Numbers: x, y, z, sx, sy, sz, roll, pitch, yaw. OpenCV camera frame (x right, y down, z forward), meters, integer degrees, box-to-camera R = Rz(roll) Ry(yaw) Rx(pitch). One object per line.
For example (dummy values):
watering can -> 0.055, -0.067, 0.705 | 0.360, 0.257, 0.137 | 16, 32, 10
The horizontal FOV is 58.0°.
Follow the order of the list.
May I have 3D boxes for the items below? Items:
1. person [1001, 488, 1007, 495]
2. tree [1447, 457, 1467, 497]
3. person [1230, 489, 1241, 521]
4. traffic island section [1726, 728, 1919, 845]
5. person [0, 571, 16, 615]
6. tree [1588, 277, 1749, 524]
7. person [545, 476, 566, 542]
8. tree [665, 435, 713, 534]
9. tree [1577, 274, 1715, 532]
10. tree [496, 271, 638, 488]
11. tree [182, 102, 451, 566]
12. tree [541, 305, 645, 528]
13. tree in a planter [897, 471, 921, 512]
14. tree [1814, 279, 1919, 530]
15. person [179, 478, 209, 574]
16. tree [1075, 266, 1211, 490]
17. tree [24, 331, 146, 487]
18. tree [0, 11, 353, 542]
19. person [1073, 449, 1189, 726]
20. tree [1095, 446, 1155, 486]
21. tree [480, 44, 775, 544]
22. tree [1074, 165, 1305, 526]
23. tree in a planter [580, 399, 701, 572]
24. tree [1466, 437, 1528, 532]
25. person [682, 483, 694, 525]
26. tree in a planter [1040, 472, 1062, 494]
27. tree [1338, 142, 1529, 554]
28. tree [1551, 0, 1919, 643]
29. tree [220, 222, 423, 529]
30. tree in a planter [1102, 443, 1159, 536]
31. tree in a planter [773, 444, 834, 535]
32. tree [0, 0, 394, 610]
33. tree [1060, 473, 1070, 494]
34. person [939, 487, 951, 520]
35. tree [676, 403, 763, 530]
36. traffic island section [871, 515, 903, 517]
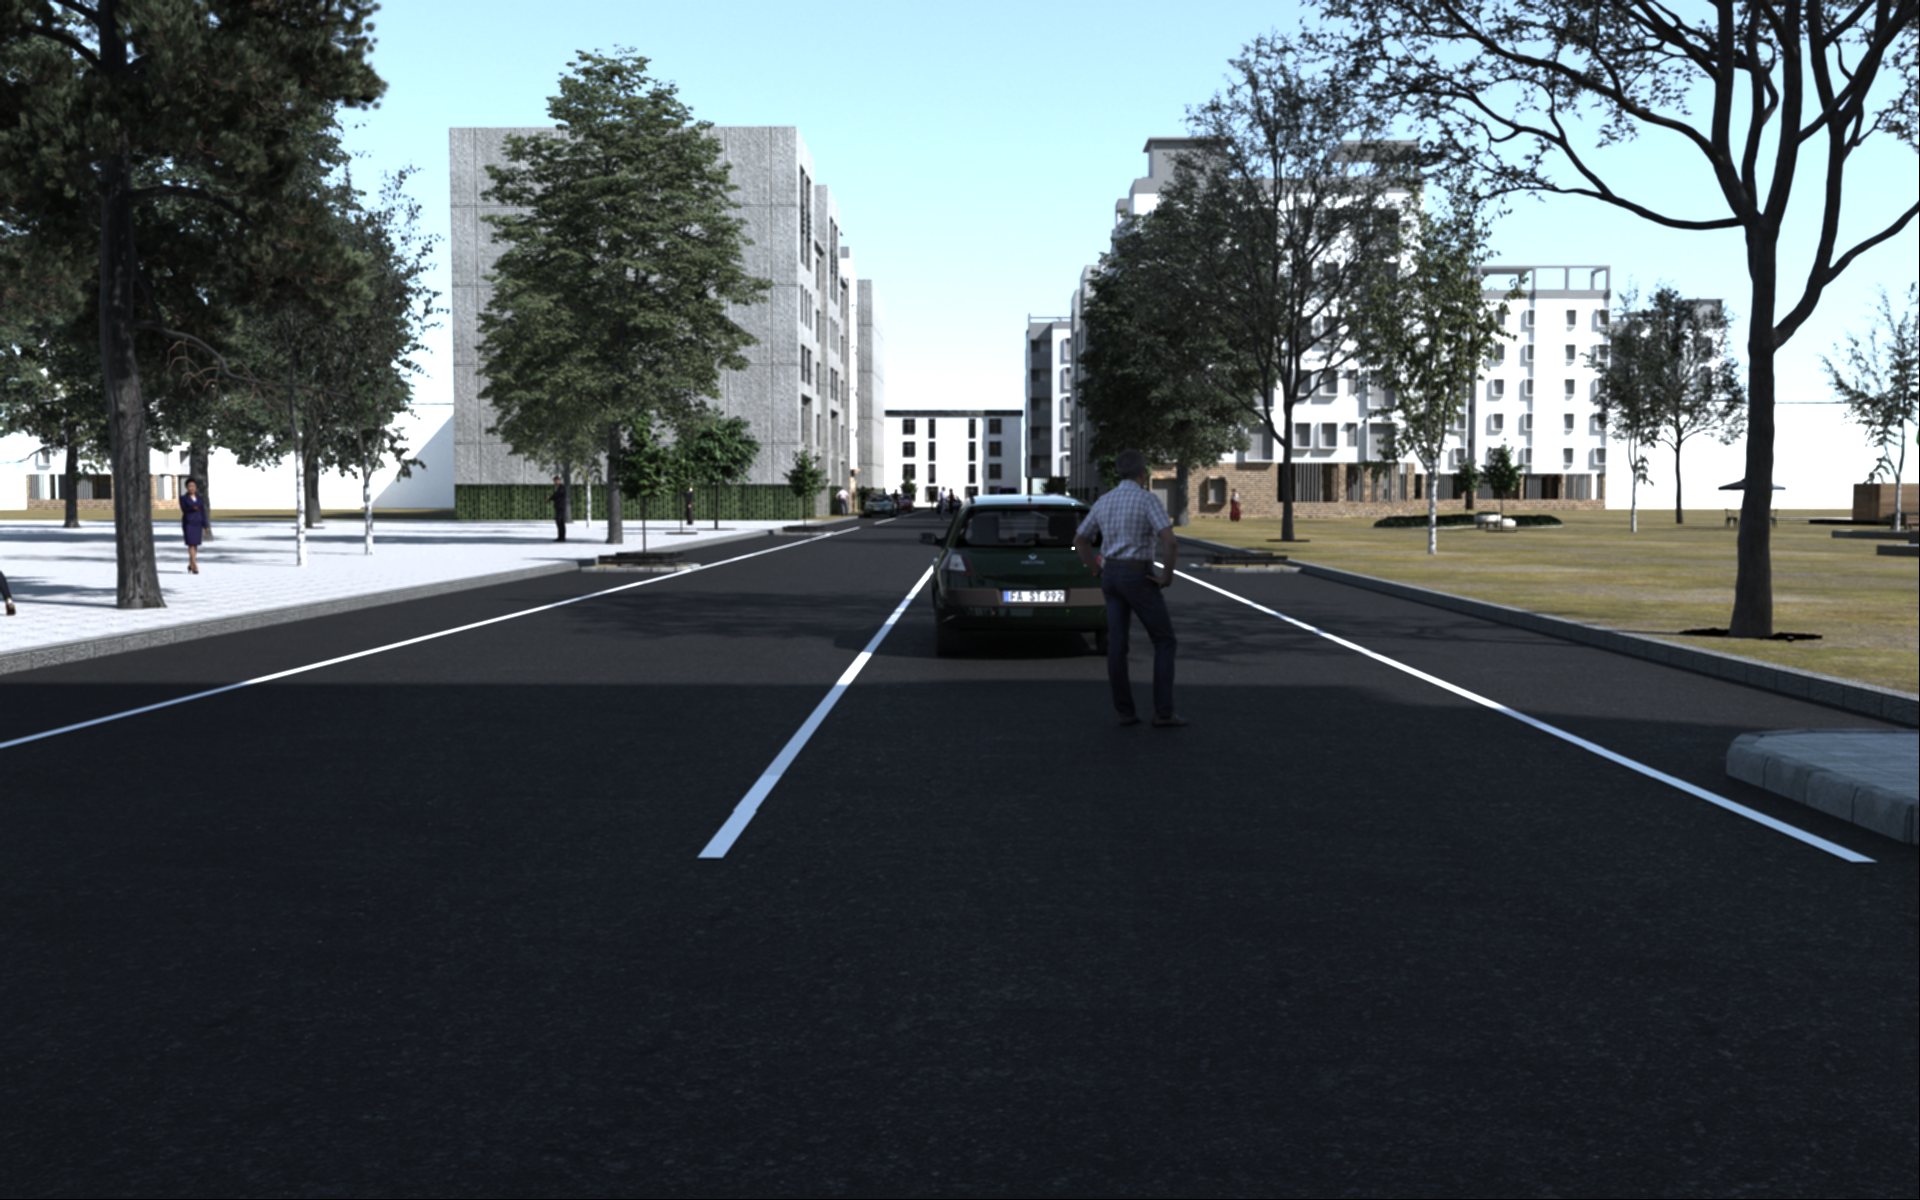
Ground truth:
person -> 2.998, -6.699, 118.048 | 1.348, 1.822, 0.705 | -3, 5, -40
tree -> 23.736, -5.285, 81.019 | 1.663, 3.219, 1.824 | 0, 3, 0
person -> 12.902, -4.445, 81.192 | 0.523, 1.526, 0.387 | -2, 4, -23
traffic island section -> 4.904, 0.874, 7.983 | 2.009, 0.180, 2.903 | 0, 4, 1
person -> -10.278, -0.592, 18.270 | 0.613, 1.512, 0.480 | -1, 4, -9
tree -> 30.885, -8.591, 74.881 | 7.601, 10.594, 8.767 | 1, 4, 13
person -> -10.923, -2.466, 46.818 | 0.568, 1.767, 0.683 | -1, 4, -16
tree -> -8.946, -3.708, 55.224 | 1.663, 3.219, 1.824 | 0, 3, 0
tree -> 23.188, -6.627, 58.717 | 4.360, 8.622, 3.978 | 0, 3, 0
tree -> -12.735, -6.456, 55.911 | 4.737, 8.622, 4.395 | 0, 3, 0
tree -> -11.548, -4.919, 30.788 | 4.360, 8.622, 3.978 | 0, 3, 0
tree -> -13.881, -7.052, 65.667 | 4.360, 8.622, 3.978 | 0, 3, 0
tree in a planter -> -4.134, -8.538, 136.822 | 1.991, 3.239, 1.994 | 0, 4, 1
tree -> 31.335, -6.592, 58.141 | 4.360, 8.622, 3.978 | 0, 3, 0
person -> -12.290, -1.192, 27.901 | 0.546, 1.535, 0.453 | 1, 4, 21
tree -> 8.497, -9.699, 80.636 | 6.751, 12.117, 7.091 | 0, 3, 0
tree -> -27.611, -6.478, 56.285 | 4.737, 8.622, 4.395 | 0, 3, 0
tree -> -20.723, -8.561, 46.629 | 9.857, 13.997, 8.962 | 0, 3, 0
person -> 1.097, -0.083, 10.790 | 0.436, 1.711, 0.756 | -3, 5, -41
tree -> 8.364, -6.387, 88.148 | 4.285, 4.588, 4.351 | 0, 3, 0
tree -> -8.509, -7.724, 44.422 | 7.486, 12.596, 7.792 | 0, 3, 0
tree -> 8.748, -9.905, 68.605 | 9.857, 13.997, 8.962 | 0, 3, 0
tree in a planter -> -5.986, -2.172, 32.739 | 1.991, 3.239, 1.994 | 0, 4, 1
tree -> 18.417, -3.915, 58.604 | 1.663, 3.219, 1.824 | 0, 3, 0
person -> -11.413, -4.005, 72.322 | 0.742, 1.727, 0.445 | 2, 4, 25
tree in a planter -> 7.191, -8.556, 137.118 | 1.991, 3.239, 1.994 | 0, 4, 1
tree -> 10.161, -5.309, 37.164 | 4.737, 8.622, 4.395 | 0, 3, 0
tree -> 7.239, -6.410, 15.178 | 12.009, 13.543, 11.850 | 0, 3, 0
tree -> -24.143, -8.469, 64.224 | 9.928, 11.665, 9.643 | 0, 3, 0
tree in a planter -> 5.822, -3.840, 60.010 | 1.991, 3.239, 1.994 | 0, 4, 1
tree in a planter -> -5.473, -3.897, 60.941 | 1.991, 3.239, 1.994 | 0, 4, 1
tree -> -9.356, -5.938, 19.148 | 6.751, 12.117, 7.091 | 0, 3, 0
tree -> 10.087, -10.168, 160.842 | 1.663, 3.219, 1.824 | 0, 3, 0
person -> -0.823, -5.294, 94.920 | 0.599, 1.838, 0.709 | -1, 4, -10
tree -> -8.760, -4.801, 62.203 | 4.285, 4.588, 4.351 | 0, 3, 0
traffic island section -> -4.614, -5.328, 109.978 | 1.991, 0.108, 1.994 | 0, 4, 1
